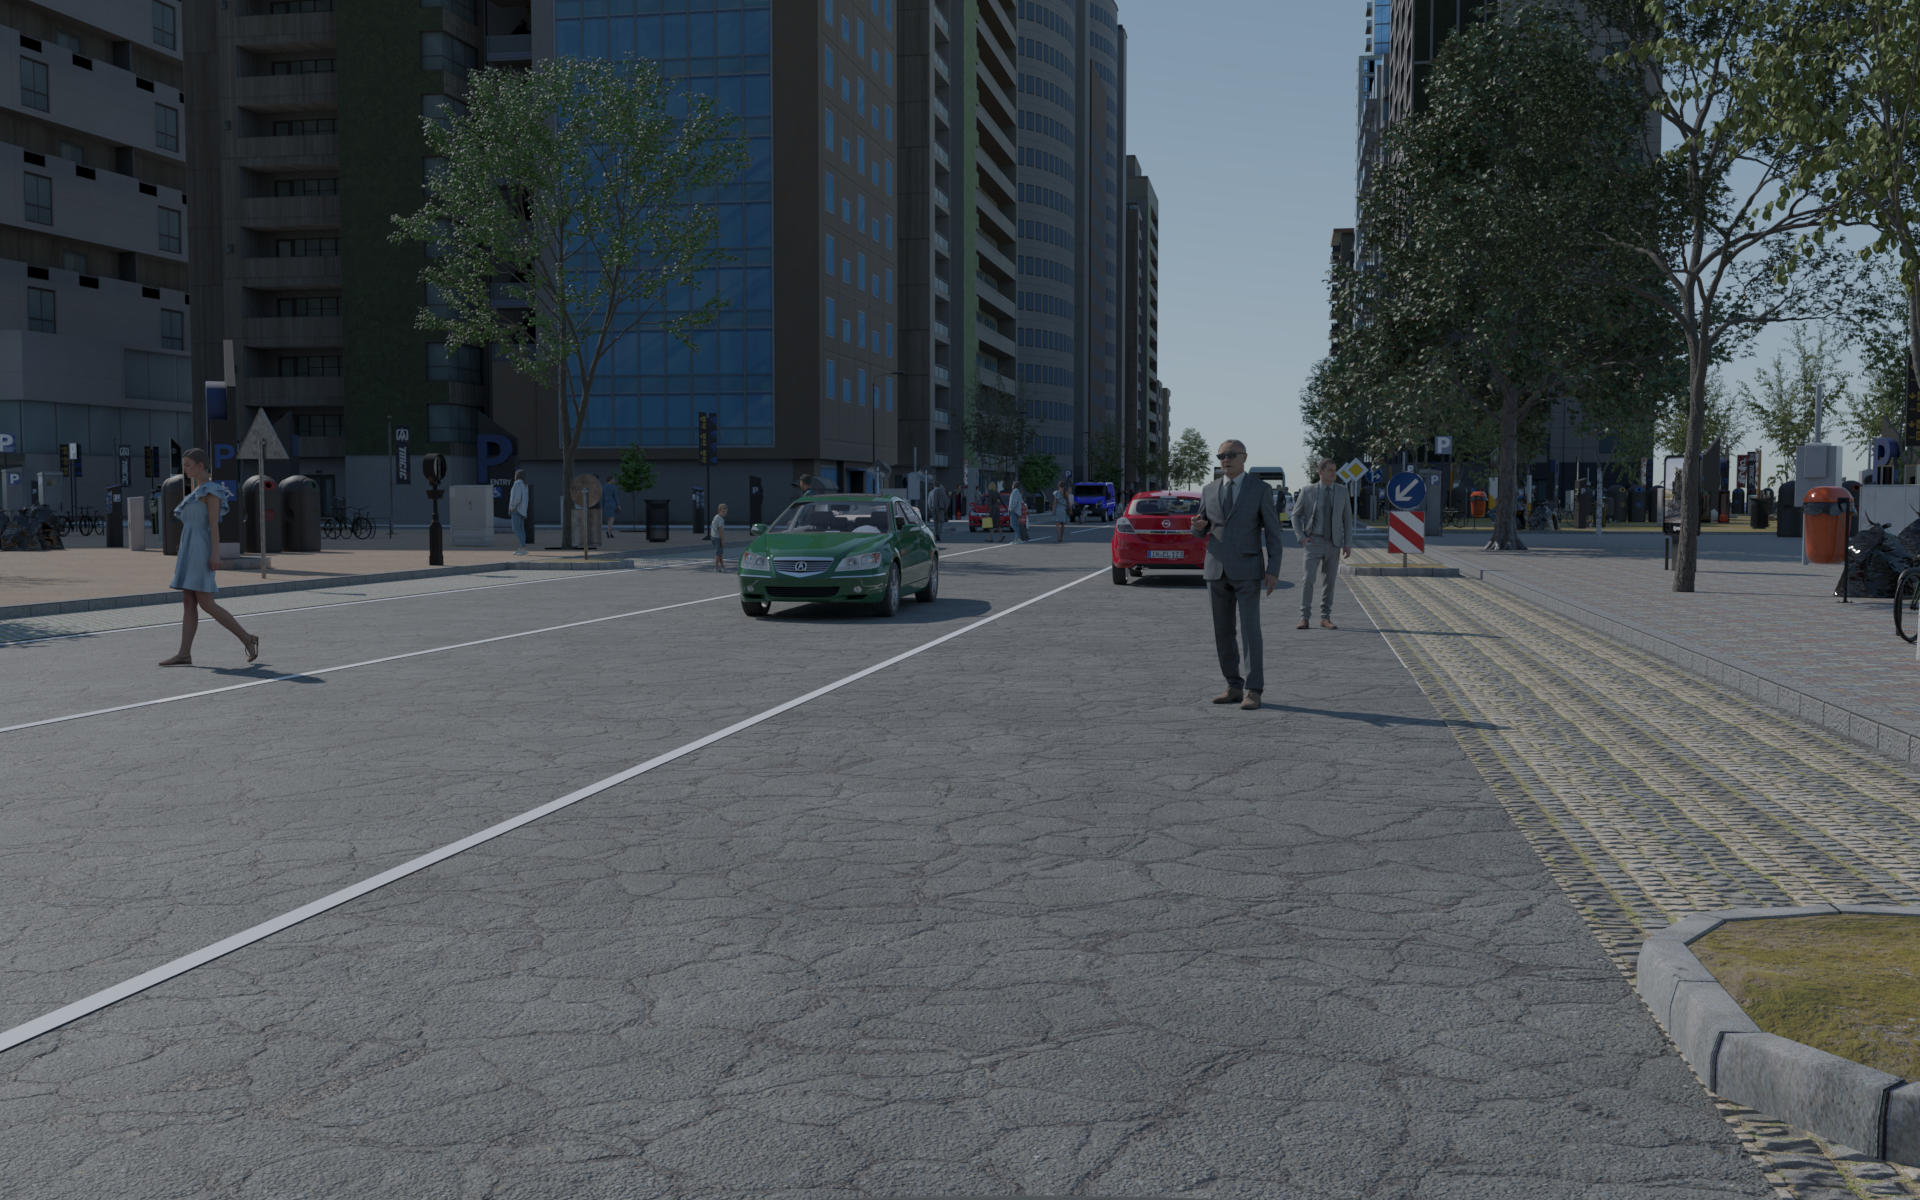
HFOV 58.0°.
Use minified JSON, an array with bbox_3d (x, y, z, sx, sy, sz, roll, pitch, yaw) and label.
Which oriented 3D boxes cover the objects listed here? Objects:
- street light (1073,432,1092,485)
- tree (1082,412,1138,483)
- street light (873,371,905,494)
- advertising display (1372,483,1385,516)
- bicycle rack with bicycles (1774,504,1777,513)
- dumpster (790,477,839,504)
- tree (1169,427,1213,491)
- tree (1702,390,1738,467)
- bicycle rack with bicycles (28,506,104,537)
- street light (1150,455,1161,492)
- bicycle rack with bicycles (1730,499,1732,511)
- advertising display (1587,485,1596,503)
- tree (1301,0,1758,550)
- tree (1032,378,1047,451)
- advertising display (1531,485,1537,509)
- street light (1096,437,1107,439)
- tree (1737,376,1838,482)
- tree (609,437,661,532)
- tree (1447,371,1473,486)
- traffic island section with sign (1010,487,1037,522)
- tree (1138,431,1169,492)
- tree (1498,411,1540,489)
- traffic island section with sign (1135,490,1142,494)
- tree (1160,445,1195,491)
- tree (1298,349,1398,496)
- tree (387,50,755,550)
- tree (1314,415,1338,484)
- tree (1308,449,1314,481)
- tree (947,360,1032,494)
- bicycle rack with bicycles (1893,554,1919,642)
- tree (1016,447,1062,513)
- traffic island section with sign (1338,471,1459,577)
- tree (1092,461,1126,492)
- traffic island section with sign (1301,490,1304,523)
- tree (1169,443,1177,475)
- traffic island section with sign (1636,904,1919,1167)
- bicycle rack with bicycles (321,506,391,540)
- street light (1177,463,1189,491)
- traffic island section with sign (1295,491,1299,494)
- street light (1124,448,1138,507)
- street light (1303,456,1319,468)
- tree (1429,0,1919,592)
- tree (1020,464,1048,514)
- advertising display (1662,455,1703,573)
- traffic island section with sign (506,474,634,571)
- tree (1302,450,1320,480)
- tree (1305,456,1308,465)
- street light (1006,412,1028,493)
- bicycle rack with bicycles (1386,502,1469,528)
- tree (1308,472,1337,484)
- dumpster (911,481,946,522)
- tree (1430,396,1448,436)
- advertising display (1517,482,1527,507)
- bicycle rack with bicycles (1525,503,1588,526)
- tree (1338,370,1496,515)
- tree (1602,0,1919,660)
[{"bbox_3d":[9.051,-9.588,129.297,1.470,5.913,1.316,1,4,10],"label":"street light"},{"bbox_3d":[13.130,-12.544,155.454,4.737,8.622,4.395,0,3,0],"label":"tree"},{"bbox_3d":[-2.753,-5.703,65.788,1.470,5.913,1.316,1,4,10],"label":"street light"},{"bbox_3d":[24.153,-5.795,99.957,0.974,1.923,0.123,-2,4,-33],"label":"advertising display"},{"bbox_3d":[62.182,-7.086,129.230,2.925,0.926,2.852,-2,4,-31],"label":"bicycle rack with bicycles"},{"bbox_3d":[-4.840,-3.165,57.499,1.264,1.857,1.865,1,4,10],"label":"dumpster"},{"bbox_3d":[39.377,-22.992,294.046,7.486,12.596,7.792,0,3,0],"label":"tree"},{"bbox_3d":[53.439,-10.474,121.619,4.360,8.622,3.978,0,3,0],"label":"tree"},{"bbox_3d":[-27.441,-2.431,53.121,2.852,0.926,2.925,1,4,18],"label":"bicycle rack with bicycles"},{"bbox_3d":[23.023,-14.181,204.393,1.470,5.913,1.316,1,4,10],"label":"street light"},{"bbox_3d":[57.108,-7.094,129.362,2.852,0.926,2.925,1,4,15],"label":"bicycle rack with bicycles"},{"bbox_3d":[44.979,-7.241,123.599,0.123,1.923,0.974,-3,5,-42],"label":"advertising display"},{"bbox_3d":[12.732,-7.503,39.686,9.611,12.733,9.660,0,3,0],"label":"tree"},{"bbox_3d":[3.105,-9.274,101.986,4.360,8.622,3.978,0,3,0],"label":"tree"},{"bbox_3d":[40.774,-7.255,123.829,0.123,1.923,0.974,-3,4,-37],"label":"advertising display"},{"bbox_3d":[11.254,-10.310,141.111,1.470,5.913,1.316,1,4,10],"label":"street light"},{"bbox_3d":[51.279,-9.563,106.713,4.360,8.622,3.978,0,3,0],"label":"tree"},{"bbox_3d":[-11.087,-3.895,58.286,1.663,3.219,1.824,0,3,0],"label":"tree"},{"bbox_3d":[26.283,-8.108,82.927,4.737,8.622,4.395,0,3,0],"label":"tree"},{"bbox_3d":[2.886,-4.872,88.285,1.989,1.847,2.006,1,4,10],"label":"traffic island section with sign"},{"bbox_3d":[20.833,-15.135,197.811,4.737,8.622,4.395,0,3,0],"label":"tree"},{"bbox_3d":[33.437,-9.717,109.242,4.360,8.622,3.978,0,3,0],"label":"tree"},{"bbox_3d":[16.988,-9.512,164.146,1.989,1.847,2.006,1,4,10],"label":"traffic island section with sign"},{"bbox_3d":[33.969,-19.370,267.064,4.360,8.622,3.978,0,3,0],"label":"tree"},{"bbox_3d":[29.460,-12.533,130.674,9.928,11.665,9.643,0,3,0],"label":"tree"},{"bbox_3d":[-8.891,-6.977,39.824,9.928,11.665,9.643,0,3,0],"label":"tree"},{"bbox_3d":[24.078,-9.486,105.462,4.360,8.622,3.978,0,3,0],"label":"tree"},{"bbox_3d":[36.902,-13.502,171.117,4.360,8.622,3.978,0,3,0],"label":"tree"},{"bbox_3d":[1.404,-8.815,94.489,4.360,8.622,3.978,0,3,0],"label":"tree"},{"bbox_3d":[9.390,-0.106,15.123,2.925,0.926,2.852,-1,4,-16],"label":"bicycle rack with bicycles"},{"bbox_3d":[5.410,-8.286,119.186,4.285,4.588,4.351,0,3,0],"label":"tree"},{"bbox_3d":[7.777,-1.358,30.829,1.989,1.847,2.006,1,4,10],"label":"traffic island section with sign"},{"bbox_3d":[14.001,-10.962,162.948,4.285,4.588,4.351,0,3,0],"label":"tree"},{"bbox_3d":[17.813,-4.660,84.816,1.989,1.847,2.006,1,4,10],"label":"traffic island section with sign"},{"bbox_3d":[26.885,-17.116,230.207,4.737,8.622,4.395,0,3,0],"label":"tree"},{"bbox_3d":[2.845,0.263,4.327,1.989,1.847,2.006,1,4,10],"label":"traffic island section with sign"},{"bbox_3d":[-17.660,-2.221,49.703,2.925,0.926,2.852,3,5,40],"label":"bicycle rack with bicycles"},{"bbox_3d":[32.695,-17.319,255.704,1.470,5.913,1.316,1,4,10],"label":"street light"},{"bbox_3d":[22.744,-6.281,111.318,1.989,1.847,2.006,1,4,10],"label":"traffic island section with sign"},{"bbox_3d":[17.041,-12.254,172.885,1.470,5.913,1.316,1,4,10],"label":"street light"},{"bbox_3d":[46.604,-15.728,229.697,1.470,5.913,1.316,1,4,10],"label":"street light"},{"bbox_3d":[9.855,-5.383,22.417,7.601,10.594,8.767,0,4,1],"label":"tree"},{"bbox_3d":[4.595,-7.146,111.445,1.663,3.219,1.824,0,3,0],"label":"tree"},{"bbox_3d":[11.969,-1.438,28.726,0.123,1.923,0.974,0,4,-8],"label":"advertising display"},{"bbox_3d":[-7.366,-1.504,33.223,1.989,1.847,2.006,1,4,10],"label":"traffic island section with sign"},{"bbox_3d":[56.657,-19.965,276.784,4.737,8.622,4.395,0,3,0],"label":"tree"},{"bbox_3d":[41.924,-15.251,199.720,4.360,8.622,3.978,0,3,0],"label":"tree"},{"bbox_3d":[3.159,-7.658,97.755,1.470,5.913,1.316,1,4,10],"label":"street light"},{"bbox_3d":[18.187,-3.242,66.396,2.852,0.926,2.925,-3,5,-45],"label":"bicycle rack with bicycles"},{"bbox_3d":[43.425,-13.703,207.749,4.285,4.588,4.351,0,3,0],"label":"tree"},{"bbox_3d":[-1.400,-4.319,76.380,1.264,1.857,1.865,1,4,10],"label":"dumpster"},{"bbox_3d":[27.849,-8.919,96.189,4.737,8.622,4.395,0,3,0],"label":"tree"},{"bbox_3d":[28.605,-5.135,89.176,0.974,1.923,0.123,3,5,43],"label":"advertising display"},{"bbox_3d":[23.469,-3.402,69.006,2.925,0.926,2.852,-1,4,-19],"label":"bicycle rack with bicycles"},{"bbox_3d":[18.405,-7.309,69.870,4.360,8.622,3.978,0,3,0],"label":"tree"},{"bbox_3d":[7.287,-3.830,12.982,4.737,8.622,4.395,0,3,0],"label":"tree"}]
